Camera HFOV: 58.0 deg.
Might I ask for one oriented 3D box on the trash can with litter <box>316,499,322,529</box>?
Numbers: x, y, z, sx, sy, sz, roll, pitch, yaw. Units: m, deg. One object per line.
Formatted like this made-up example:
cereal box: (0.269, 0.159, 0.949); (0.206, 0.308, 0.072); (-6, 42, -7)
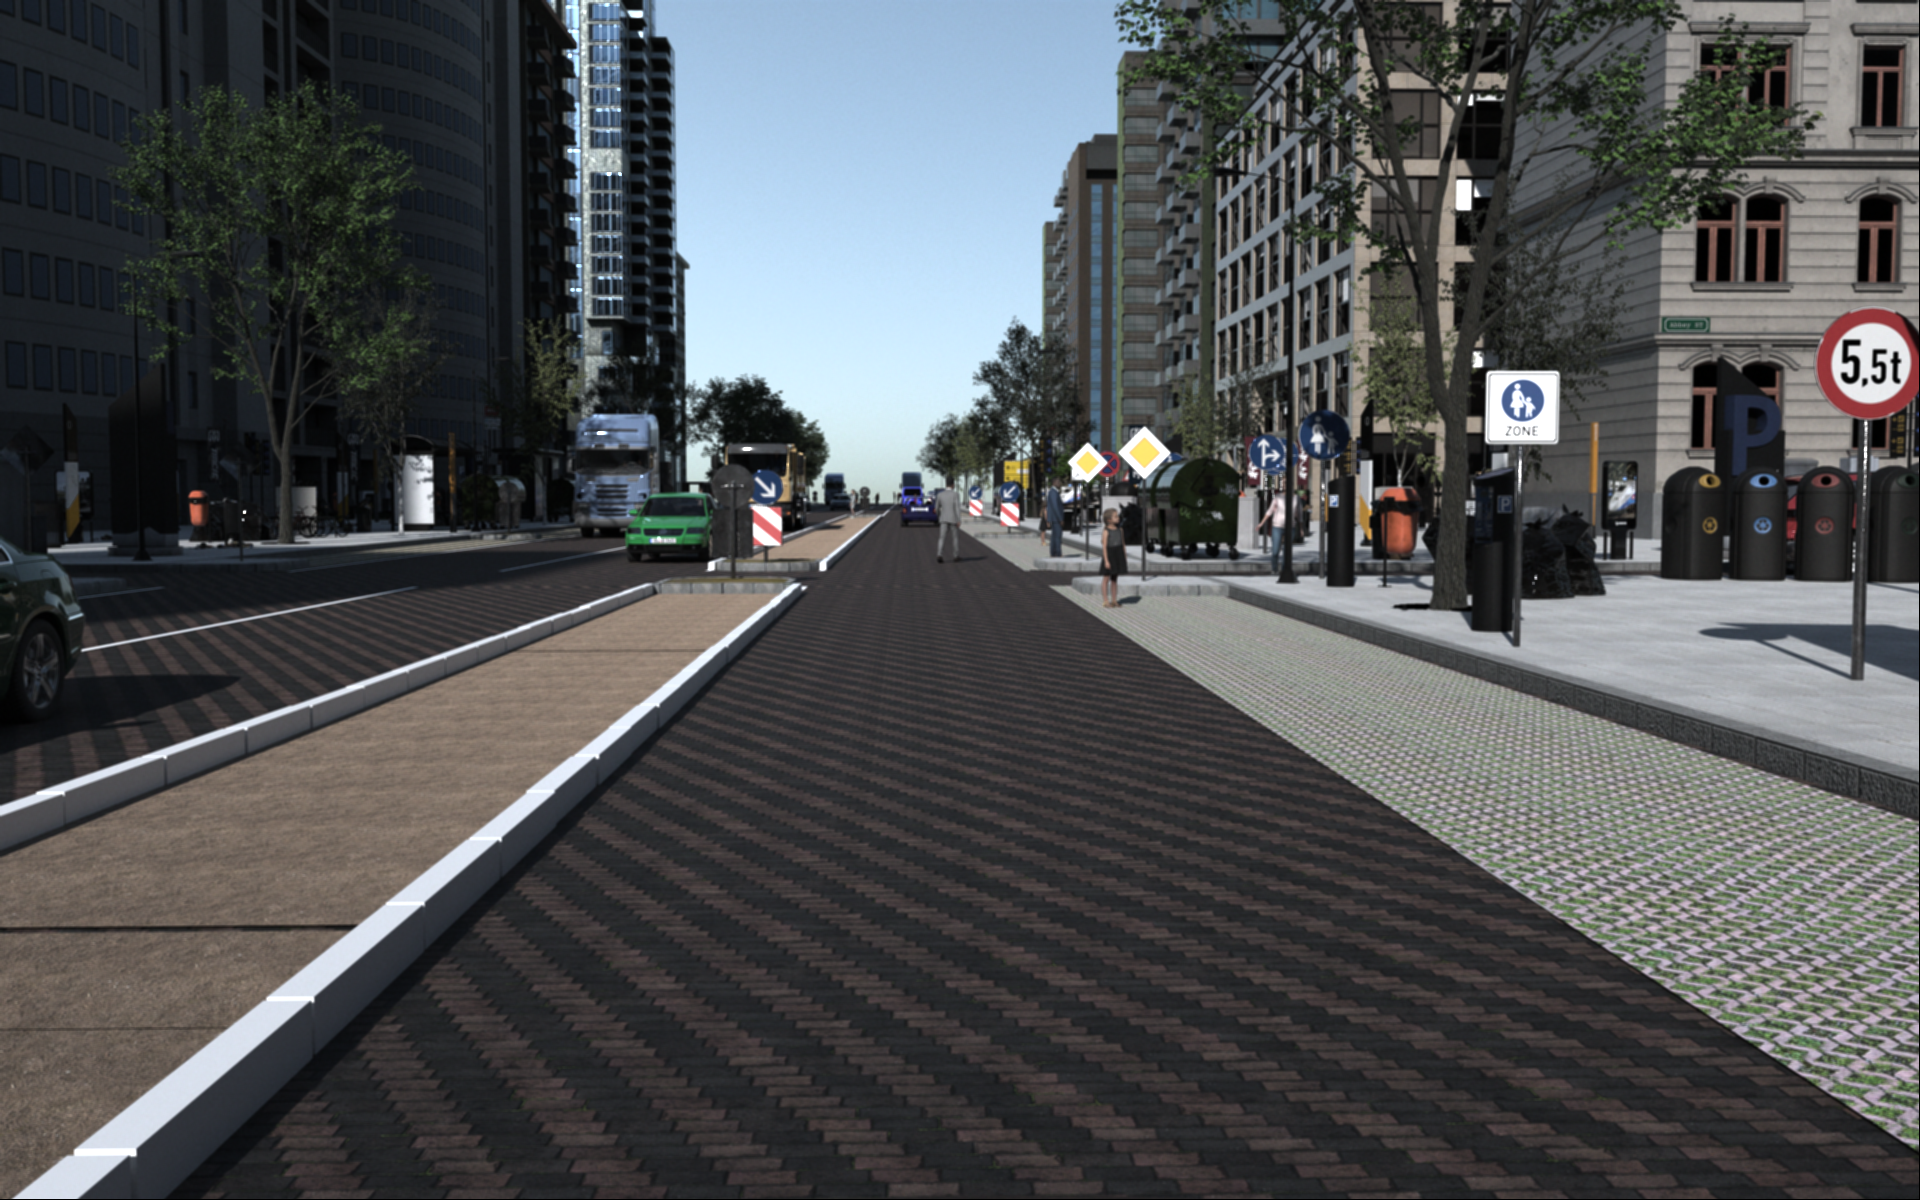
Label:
trash can with litter: (-24.043, -3.179, 63.035); (1.678, 1.210, 2.233); (2, 4, 33)

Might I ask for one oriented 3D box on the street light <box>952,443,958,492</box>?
street light: (0.143, -11.363, 158.330); (1.470, 5.913, 1.316); (0, 4, -2)

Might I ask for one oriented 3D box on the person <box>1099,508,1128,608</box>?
person: (1.947, -0.528, 21.806); (0.362, 1.253, 0.373); (-2, 4, -31)

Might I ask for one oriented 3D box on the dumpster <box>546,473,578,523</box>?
dumpster: (-17.940, -4.641, 78.373); (1.502, 2.255, 1.985); (0, 4, -2)

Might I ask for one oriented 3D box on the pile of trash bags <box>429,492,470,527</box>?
pile of trash bags: (-20.918, -3.666, 69.691); (1.912, 1.369, 3.447); (-2, 4, -25)

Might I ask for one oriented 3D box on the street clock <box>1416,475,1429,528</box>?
street clock: (17.631, -3.759, 66.031); (0.358, 2.002, 0.471); (-2, 4, -32)

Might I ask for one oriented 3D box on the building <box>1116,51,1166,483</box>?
building: (21.637, -29.382, 163.986); (14.154, 41.232, 14.086); (0, 4, -2)

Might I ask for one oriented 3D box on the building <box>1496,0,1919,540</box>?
building: (30.377, -16.327, 54.330); (23.554, 28.519, 14.401); (0, 4, -2)

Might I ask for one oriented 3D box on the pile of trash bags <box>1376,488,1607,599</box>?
pile of trash bags: (6.795, -0.799, 22.817); (1.912, 1.369, 3.447); (-2, 4, -31)

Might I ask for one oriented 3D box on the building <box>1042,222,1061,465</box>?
building: (19.315, -35.345, 261.478); (14.154, 41.232, 14.086); (0, 4, -2)

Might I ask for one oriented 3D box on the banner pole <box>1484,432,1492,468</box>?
banner pole: (21.171, -4.838, 69.124); (0.863, 3.779, 0.401); (1, 4, 21)

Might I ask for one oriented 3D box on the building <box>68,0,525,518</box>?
building: (-44.215, -35.375, 120.381); (21.231, 58.520, 28.212); (0, 4, -2)

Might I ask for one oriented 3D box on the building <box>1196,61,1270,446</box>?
building: (23.316, -21.271, 119.484); (14.160, 30.474, 14.107); (0, 4, -2)

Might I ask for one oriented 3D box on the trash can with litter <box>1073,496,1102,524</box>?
trash can with litter: (5.907, -3.932, 75.349); (2.233, 1.210, 1.678); (-3, 5, -40)

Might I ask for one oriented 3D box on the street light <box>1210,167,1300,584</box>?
street light: (4.194, -3.197, 24.810); (1.470, 5.913, 1.316); (0, 4, -2)

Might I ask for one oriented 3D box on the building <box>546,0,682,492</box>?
building: (-46.967, -55.487, 219.882); (22.319, 86.520, 31.000); (0, 4, -2)

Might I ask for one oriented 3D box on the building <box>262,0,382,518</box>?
building: (-43.283, -40.021, 92.601); (20.563, 71.187, 20.611); (0, 4, -2)

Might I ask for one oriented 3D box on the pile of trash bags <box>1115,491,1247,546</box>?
pile of trash bags: (5.508, -2.072, 43.630); (3.447, 1.369, 1.912); (1, 4, 11)

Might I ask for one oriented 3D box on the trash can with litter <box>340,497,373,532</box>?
trash can with litter: (-20.303, -2.865, 58.237); (1.055, 1.170, 0.624); (0, 4, -5)

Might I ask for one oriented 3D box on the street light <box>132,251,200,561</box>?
street light: (-15.209, -3.709, 33.189); (1.470, 5.913, 1.316); (0, 4, -2)

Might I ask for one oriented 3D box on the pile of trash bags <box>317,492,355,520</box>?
pile of trash bags: (-31.179, -4.691, 86.451); (1.912, 1.369, 3.447); (-2, 4, -24)

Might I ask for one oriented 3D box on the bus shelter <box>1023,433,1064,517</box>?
bus shelter: (4.830, -7.478, 99.895); (2.179, 5.291, 8.768); (0, 4, -2)

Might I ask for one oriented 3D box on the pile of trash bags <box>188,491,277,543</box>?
pile of trash bags: (-19.958, -2.271, 46.886); (1.912, 1.369, 3.447); (0, 4, 0)

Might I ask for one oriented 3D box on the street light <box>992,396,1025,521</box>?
street light: (2.386, -6.705, 82.163); (1.470, 5.913, 1.316); (0, 4, -2)

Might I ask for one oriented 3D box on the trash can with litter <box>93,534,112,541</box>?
trash can with litter: (-23.484, -2.285, 48.425); (2.233, 1.210, 1.678); (3, 4, 38)

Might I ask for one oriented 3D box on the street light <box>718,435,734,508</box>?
street light: (-18.334, -9.959, 135.374); (1.470, 5.913, 1.316); (0, 4, -2)

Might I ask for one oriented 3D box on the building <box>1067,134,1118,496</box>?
building: (20.928, -34.616, 216.076); (14.600, 45.320, 14.200); (0, 4, -2)

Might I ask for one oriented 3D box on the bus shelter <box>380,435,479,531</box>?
bus shelter: (-18.894, -4.165, 62.018); (2.014, 3.302, 5.546); (0, 4, -2)

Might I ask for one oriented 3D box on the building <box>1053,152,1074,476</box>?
building: (24.585, -37.863, 238.661); (23.786, 49.044, 30.456); (0, 4, -2)

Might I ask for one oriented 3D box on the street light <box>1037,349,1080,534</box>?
street light: (3.183, -5.091, 55.777); (1.470, 5.913, 1.316); (0, 4, -2)

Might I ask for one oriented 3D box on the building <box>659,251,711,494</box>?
building: (-52.573, -34.073, 248.973); (32.217, 40.220, 23.993); (0, 4, -2)

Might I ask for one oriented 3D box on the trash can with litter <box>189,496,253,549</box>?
trash can with litter: (-17.714, -1.852, 41.343); (1.678, 1.210, 2.233); (1, 4, 13)

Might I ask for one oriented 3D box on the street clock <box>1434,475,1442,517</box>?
street clock: (18.258, -3.766, 66.136); (0.358, 2.002, 0.471); (1, 4, 14)

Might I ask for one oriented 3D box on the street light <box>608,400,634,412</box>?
street light: (-16.797, -6.921, 85.697); (1.470, 5.913, 1.316); (0, 4, -2)

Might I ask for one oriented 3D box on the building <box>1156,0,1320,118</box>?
building: (28.171, -31.919, 141.481); (23.786, 49.044, 30.456); (0, 4, -2)

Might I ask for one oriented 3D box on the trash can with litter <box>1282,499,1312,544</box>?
trash can with litter: (8.533, -2.015, 44.329); (0.624, 1.170, 1.055); (2, 4, 35)

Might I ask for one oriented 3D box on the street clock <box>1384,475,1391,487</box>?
street clock: (16.291, -3.763, 66.090); (0.358, 2.002, 0.471); (1, 4, 10)

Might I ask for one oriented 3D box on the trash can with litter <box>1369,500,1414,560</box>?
trash can with litter: (8.502, -1.379, 33.926); (0.624, 1.170, 1.055); (-2, 4, -25)

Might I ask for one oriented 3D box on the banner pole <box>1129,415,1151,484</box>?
banner pole: (5.734, -3.963, 54.813); (0.863, 3.779, 0.401); (1, 4, 12)

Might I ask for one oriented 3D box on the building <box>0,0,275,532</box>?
building: (-40.436, -31.725, 60.709); (21.231, 58.520, 28.212); (0, 4, -2)

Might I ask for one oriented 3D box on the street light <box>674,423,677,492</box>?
street light: (-17.465, -8.374, 109.463); (1.470, 5.913, 1.316); (0, 4, -2)

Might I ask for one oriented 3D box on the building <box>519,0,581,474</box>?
building: (-45.445, -30.268, 149.511); (22.147, 44.769, 28.867); (0, 4, -2)

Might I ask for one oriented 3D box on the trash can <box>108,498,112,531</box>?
trash can: (-28.016, -2.825, 57.837); (0.748, 1.137, 0.748); (0, 3, 0)

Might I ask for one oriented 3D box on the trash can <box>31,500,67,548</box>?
trash can: (-21.638, -1.805, 41.172); (0.748, 1.137, 0.748); (0, 3, 0)

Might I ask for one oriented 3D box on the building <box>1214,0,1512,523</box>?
building: (26.199, -17.604, 92.345); (19.350, 26.468, 34.151); (0, 4, -2)

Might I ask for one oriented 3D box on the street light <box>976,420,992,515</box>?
street light: (1.585, -8.283, 107.966); (1.470, 5.913, 1.316); (0, 4, -2)

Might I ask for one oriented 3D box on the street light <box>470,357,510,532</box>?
street light: (-15.987, -5.288, 58.992); (1.470, 5.913, 1.316); (0, 4, -2)

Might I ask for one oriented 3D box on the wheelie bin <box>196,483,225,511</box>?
wheelie bin: (-22.007, -2.618, 50.710); (0.693, 1.594, 0.980); (2, 4, 30)

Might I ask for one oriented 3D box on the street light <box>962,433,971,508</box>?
street light: (0.929, -9.785, 132.527); (1.470, 5.913, 1.316); (0, 4, -2)

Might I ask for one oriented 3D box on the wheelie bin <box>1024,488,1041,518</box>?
wheelie bin: (3.906, -5.188, 92.735); (0.980, 1.594, 0.693); (1, 4, 9)

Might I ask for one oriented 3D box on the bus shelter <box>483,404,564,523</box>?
bus shelter: (-20.283, -6.275, 80.224); (2.179, 5.291, 8.768); (0, 4, -2)

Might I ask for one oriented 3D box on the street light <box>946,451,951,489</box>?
street light: (-0.798, -12.984, 184.827); (1.470, 5.913, 1.316); (0, 4, -2)
